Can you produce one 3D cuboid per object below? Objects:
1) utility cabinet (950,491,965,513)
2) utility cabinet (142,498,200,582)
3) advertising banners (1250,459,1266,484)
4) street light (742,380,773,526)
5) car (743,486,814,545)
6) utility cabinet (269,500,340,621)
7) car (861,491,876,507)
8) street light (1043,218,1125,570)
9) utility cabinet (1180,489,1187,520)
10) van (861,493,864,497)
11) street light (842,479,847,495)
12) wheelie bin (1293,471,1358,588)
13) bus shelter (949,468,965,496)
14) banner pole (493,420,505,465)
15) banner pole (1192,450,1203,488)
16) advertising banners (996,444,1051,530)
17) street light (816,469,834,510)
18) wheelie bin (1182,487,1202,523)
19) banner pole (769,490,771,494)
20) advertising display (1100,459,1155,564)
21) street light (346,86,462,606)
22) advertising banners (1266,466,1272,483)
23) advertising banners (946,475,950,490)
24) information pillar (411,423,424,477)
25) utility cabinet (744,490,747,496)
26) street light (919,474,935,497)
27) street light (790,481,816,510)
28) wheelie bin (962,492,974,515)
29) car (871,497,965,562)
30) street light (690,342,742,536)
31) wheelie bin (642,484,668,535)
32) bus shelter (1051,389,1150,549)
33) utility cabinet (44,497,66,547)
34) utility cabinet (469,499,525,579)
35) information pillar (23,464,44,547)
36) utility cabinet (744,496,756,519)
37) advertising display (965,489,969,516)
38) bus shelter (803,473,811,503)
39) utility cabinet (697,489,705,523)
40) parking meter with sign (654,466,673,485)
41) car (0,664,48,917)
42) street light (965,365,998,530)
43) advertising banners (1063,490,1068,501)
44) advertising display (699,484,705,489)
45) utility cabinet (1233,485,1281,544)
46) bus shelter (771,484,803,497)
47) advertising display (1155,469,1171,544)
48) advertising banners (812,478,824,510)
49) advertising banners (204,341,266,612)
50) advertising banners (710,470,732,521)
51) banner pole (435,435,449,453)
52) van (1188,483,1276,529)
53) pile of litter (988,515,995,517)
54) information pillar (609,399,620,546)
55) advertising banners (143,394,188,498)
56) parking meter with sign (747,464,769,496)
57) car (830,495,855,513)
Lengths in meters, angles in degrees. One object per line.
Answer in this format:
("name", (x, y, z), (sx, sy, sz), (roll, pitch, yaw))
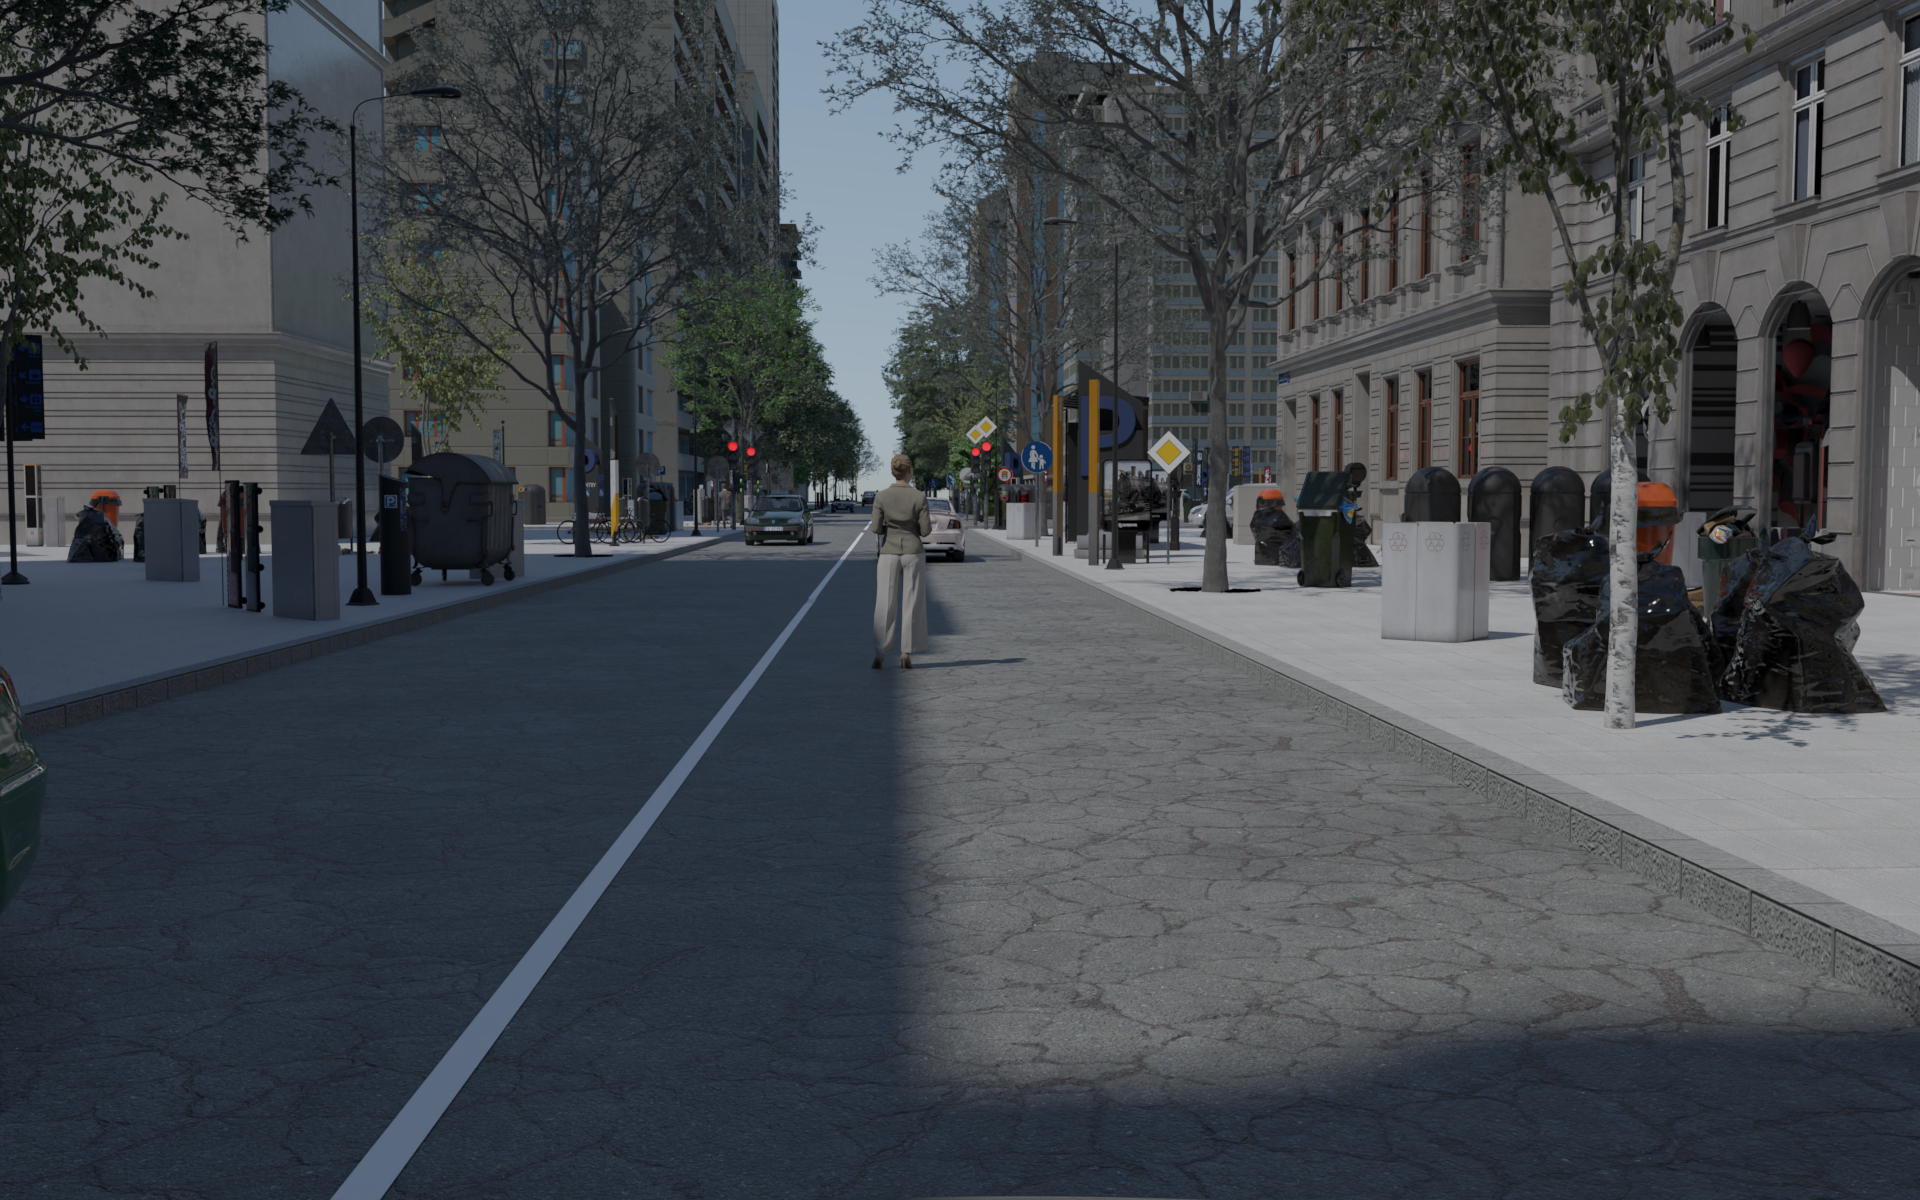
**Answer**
("utility cabinet", (-0.088, -6.622, 116.956), (1.173, 1.500, 0.318), (1, 4, 15))
("utility cabinet", (-11.660, -0.885, 25.625), (1.020, 1.237, 0.306), (2, 4, 35))
("advertising banners", (14.846, -5.543, 86.815), (0.090, 3.025, 2.074), (2, 4, 28))
("street light", (-8.290, -5.983, 70.368), (1.470, 5.913, 1.316), (0, 4, -2))
("car", (-5.150, -2.430, 49.519), (2.009, 1.686, 4.222), (0, 4, -1))
("utility cabinet", (-6.785, -0.415, 17.952), (0.306, 1.237, 1.020), (-3, 5, -44))
("car", (-10.198, -11.559, 197.654), (2.281, 1.827, 5.304), (0, 4, -2))
("street light", (2.091, -3.471, 29.284), (1.470, 5.913, 1.316), (0, 4, -2))
("utility cabinet", (10.971, -4.564, 83.296), (0.318, 1.500, 1.173), (2, 4, 32))
("van", (-11.564, -13.015, 219.812), (2.013, 2.044, 4.112), (0, 4, -2))
("street light", (-12.536, -12.655, 179.457), (1.470, 5.913, 1.316), (0, 4, -2))
("wheelie bin", (5.069, -0.984, 23.995), (0.980, 1.594, 0.693), (3, 4, 38))
("bus shelter", (0.010, -9.958, 140.448), (2.179, 5.291, 8.768), (0, 4, -2))
("banner pole", (-15.633, -4.212, 58.883), (0.863, 3.779, 0.401), (3, 5, 43))
("banner pole", (11.945, -5.965, 87.548), (0.401, 3.779, 0.863), (-3, 5, -40))
("advertising banners", (2.246, -3.976, 61.203), (2.074, 3.025, 0.090), (2, 4, 23))
("street light", (-10.868, -10.029, 136.518), (1.470, 5.913, 1.316), (0, 4, -2))
("wheelie bin", (10.377, -4.276, 77.828), (0.980, 1.594, 0.693), (-3, 4, -36))
("banner pole", (-11.525, -7.031, 104.967), (0.401, 3.779, 0.863), (0, 4, -7))
("advertising display", (3.058, -1.631, 31.887), (0.974, 1.923, 0.123), (-1, 4, -14))
("street light", (-6.371, -2.895, 19.874), (1.470, 5.913, 1.316), (0, 4, -2))
("advertising banners", (18.714, -6.895, 108.920), (0.090, 3.025, 2.074), (-3, 5, -41))
("advertising banners", (-0.421, -7.576, 120.056), (0.090, 3.025, 2.074), (2, 4, 34))
("information pillar", (-17.838, -4.013, 56.973), (0.504, 3.616, 0.183), (2, 4, 29))
("utility cabinet", (-12.349, -5.742, 102.562), (1.173, 1.500, 0.318), (0, 4, -6))
("street light", (-2.881, -11.181, 155.356), (1.470, 5.913, 1.316), (0, 4, -2))
("street light", (-9.552, -8.006, 103.444), (1.470, 5.913, 1.316), (0, 4, -2))
("wheelie bin", (0.560, -6.061, 107.006), (0.693, 1.594, 0.980), (2, 4, 25))
("car", (-0.900, -1.572, 38.060), (2.083, 1.381, 4.827), (0, 4, -3))
("street light", (-7.547, -4.918, 52.953), (1.470, 5.913, 1.316), (0, 4, -2))
("wheelie bin", (-9.584, -2.843, 54.395), (0.693, 1.594, 0.980), (-2, 4, -34))
("bus shelter", (3.347, -3.100, 41.973), (1.731, 3.624, 6.357), (0, 4, -2))
("utility cabinet", (-22.094, -1.904, 42.290), (0.306, 1.237, 1.020), (-1, 4, -18))
("utility cabinet", (-7.123, -0.947, 26.648), (0.306, 1.237, 1.020), (1, 4, 23))
("information pillar", (-22.549, -2.304, 42.162), (0.304, 2.012, 0.304), (0, 4, -6))
("utility cabinet", (-8.901, -3.796, 73.220), (0.306, 1.237, 1.020), (1, 4, 12))
("advertising display", (0.390, -6.000, 103.306), (0.123, 1.923, 0.974), (0, 4, -7))
("bus shelter", (-12.580, -8.624, 134.927), (2.014, 3.302, 5.546), (0, 4, -2))
("utility cabinet", (-11.420, -4.102, 75.752), (0.318, 1.500, 1.173), (0, 4, 1))
("parking meter with sign", (-18.321, -6.874, 108.656), (0.543, 3.016, 1.738), (1, 4, 20))
("car", (-3.437, 0.542, 2.942), (2.131, 1.459, 4.920), (0, 4, -2))
("street light", (0.765, -5.493, 62.357), (1.470, 5.913, 1.316), (0, 4, -2))
("advertising banners", (4.178, -3.948, 60.740), (2.074, 3.025, 0.090), (-2, 4, -30))
("advertising display", (-17.010, -6.667, 114.226), (0.123, 1.923, 0.974), (-1, 4, -23))
("utility cabinet", (7.513, -2.152, 43.856), (1.173, 1.500, 0.318), (-1, 4, -17))
("bus shelter", (-11.758, -7.411, 115.085), (2.014, 3.302, 5.546), (0, 4, -2))
("advertising display", (4.980, -2.428, 44.905), (0.974, 1.923, 0.123), (0, 4, -1))
("advertising banners", (-11.662, -8.929, 142.170), (0.090, 3.025, 2.074), (-2, 4, -31))
("advertising banners", (-8.168, -1.422, 19.442), (0.090, 3.025, 2.074), (-3, 4, -37))
("advertising banners", (-11.280, -5.283, 82.572), (0.090, 3.025, 2.074), (2, 4, 26))
("banner pole", (-21.713, -5.065, 72.834), (0.401, 3.779, 0.863), (3, 4, 37))
("van", (10.829, -3.636, 66.456), (4.112, 2.044, 2.013), (0, 4, -1))
("pile of litter", (1.813, -5.172, 98.522), (1.176, 0.858, 1.719), (-2, 4, -24))
("information pillar", (-8.476, -3.126, 42.470), (0.183, 3.616, 0.504), (-2, 4, -25))
("advertising banners", (-13.582, -2.051, 29.729), (0.090, 3.025, 2.074), (0, 4, -5))
("parking meter with sign", (-11.612, -6.173, 97.188), (1.738, 3.016, 0.543), (-1, 4, -15))
("car", (-9.027, -7.388, 133.375), (1.945, 1.354, 3.894), (0, 4, -2))
